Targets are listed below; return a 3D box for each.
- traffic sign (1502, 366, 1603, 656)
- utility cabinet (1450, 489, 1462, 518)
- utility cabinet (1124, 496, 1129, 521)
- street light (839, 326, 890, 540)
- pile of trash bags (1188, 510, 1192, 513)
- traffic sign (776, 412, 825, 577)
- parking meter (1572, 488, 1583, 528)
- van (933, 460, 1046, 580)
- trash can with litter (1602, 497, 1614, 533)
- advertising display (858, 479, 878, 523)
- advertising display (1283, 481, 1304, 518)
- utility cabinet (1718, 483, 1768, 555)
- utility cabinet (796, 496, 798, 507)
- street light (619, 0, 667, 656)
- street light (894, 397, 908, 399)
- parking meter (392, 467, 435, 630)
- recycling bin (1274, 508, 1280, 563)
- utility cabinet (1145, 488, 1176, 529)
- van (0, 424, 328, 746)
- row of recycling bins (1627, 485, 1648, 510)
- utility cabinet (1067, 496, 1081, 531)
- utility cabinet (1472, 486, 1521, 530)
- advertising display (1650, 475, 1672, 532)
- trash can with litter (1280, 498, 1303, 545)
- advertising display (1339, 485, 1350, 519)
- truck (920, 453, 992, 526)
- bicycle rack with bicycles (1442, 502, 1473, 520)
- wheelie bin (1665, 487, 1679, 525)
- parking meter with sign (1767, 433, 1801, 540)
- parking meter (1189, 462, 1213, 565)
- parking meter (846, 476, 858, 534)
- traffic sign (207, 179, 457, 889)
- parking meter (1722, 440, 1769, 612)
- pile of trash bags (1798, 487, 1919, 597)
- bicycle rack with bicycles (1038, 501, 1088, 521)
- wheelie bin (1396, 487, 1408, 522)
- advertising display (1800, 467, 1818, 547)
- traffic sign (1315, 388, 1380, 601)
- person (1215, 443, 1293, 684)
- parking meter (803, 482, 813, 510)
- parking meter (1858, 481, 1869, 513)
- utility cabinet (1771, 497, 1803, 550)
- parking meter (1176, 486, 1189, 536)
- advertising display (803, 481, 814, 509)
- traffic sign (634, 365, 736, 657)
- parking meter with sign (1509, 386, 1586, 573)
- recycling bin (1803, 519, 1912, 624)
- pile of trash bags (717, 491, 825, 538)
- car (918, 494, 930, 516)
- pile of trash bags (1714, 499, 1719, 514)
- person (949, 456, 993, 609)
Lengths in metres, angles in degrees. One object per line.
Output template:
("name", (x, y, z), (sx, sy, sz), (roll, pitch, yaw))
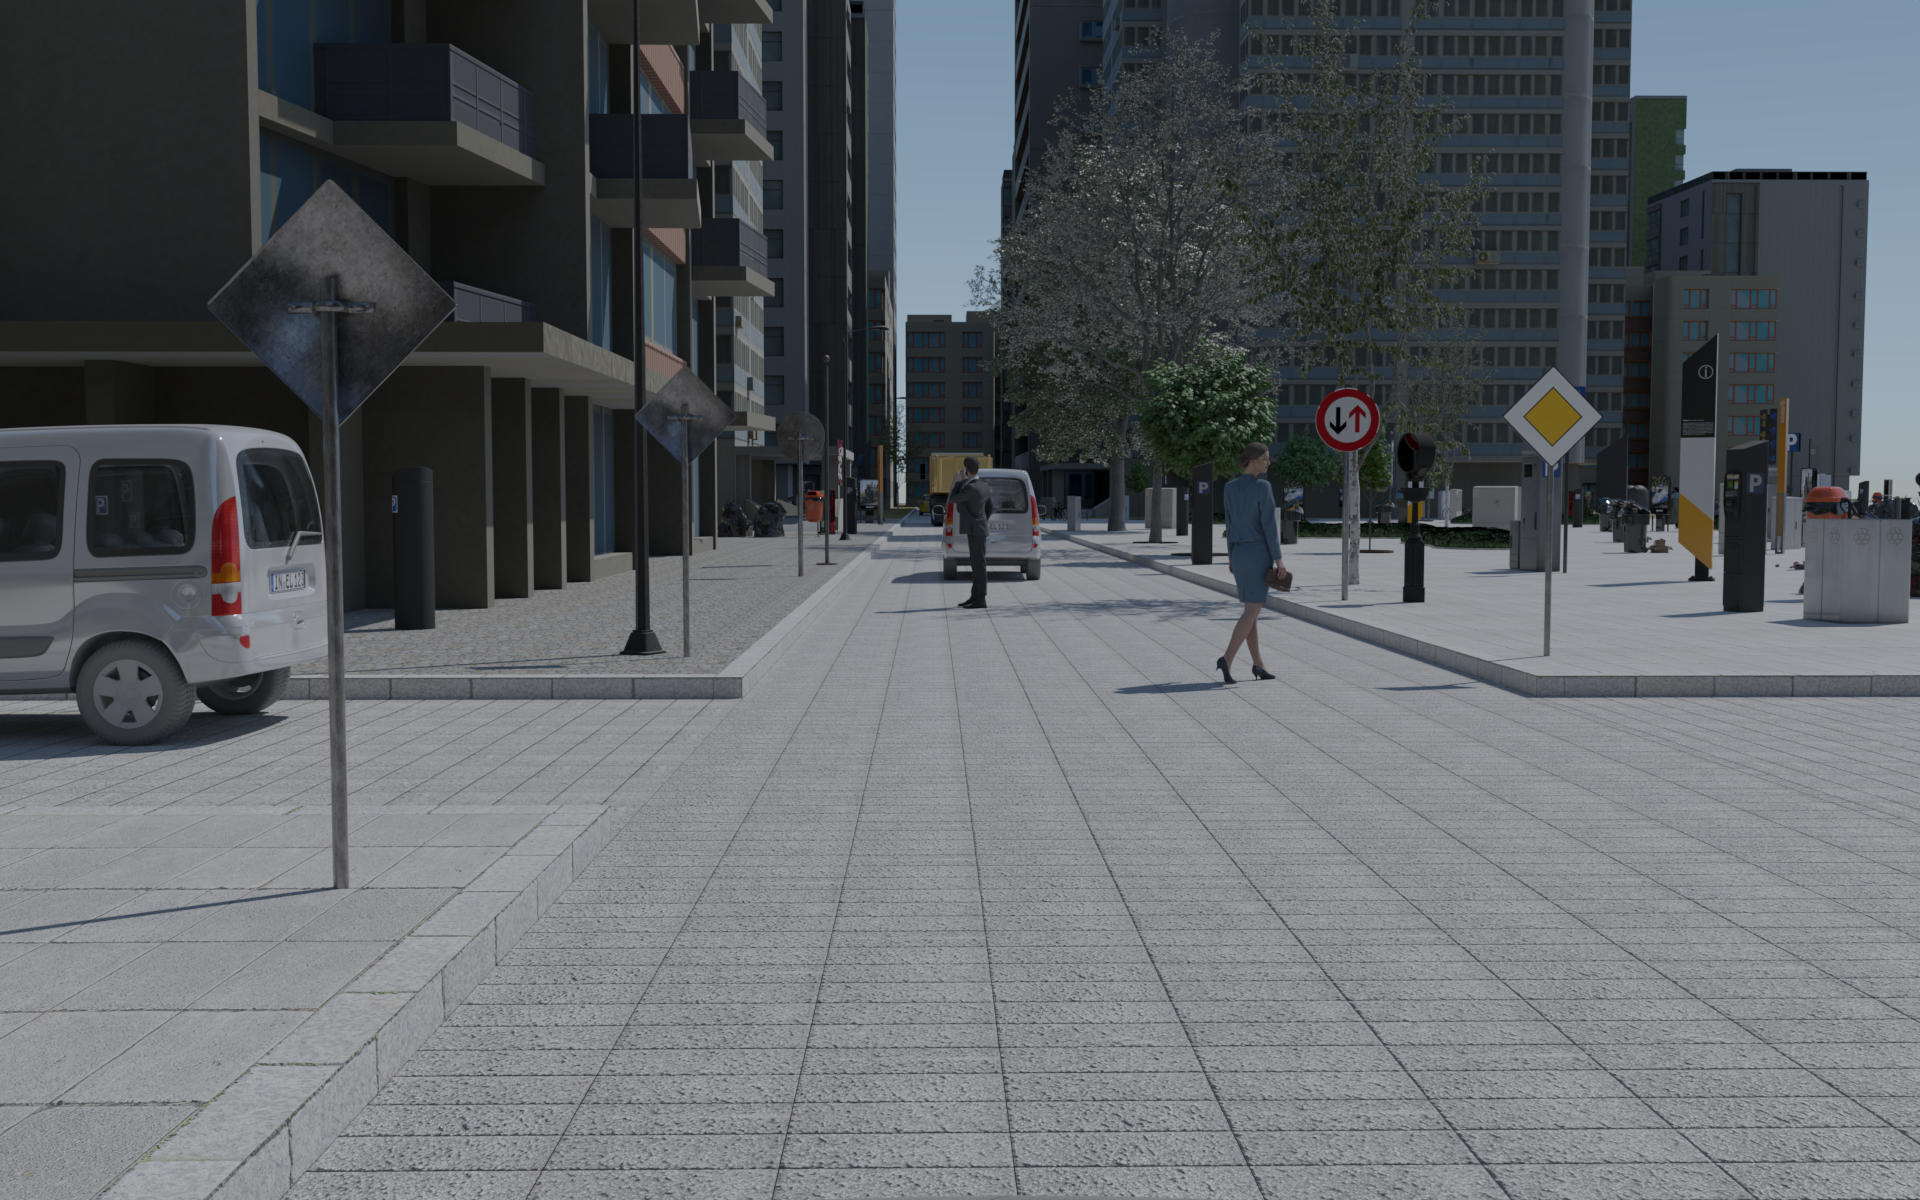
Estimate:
("traffic sign", (4.646, -0.613, 13.660), (0.795, 2.450, 0.064), (0, 4, -1))
("utility cabinet", (22.404, -4.251, 78.189), (0.318, 1.500, 1.173), (2, 4, 27))
("utility cabinet", (7.789, -4.407, 83.212), (0.306, 1.237, 1.020), (2, 4, 30))
("street light", (-2.654, -4.612, 47.949), (1.470, 5.913, 1.316), (0, 4, -1))
("pile of trash bags", (11.695, -4.756, 87.511), (1.912, 1.369, 3.447), (1, 4, 20))
("traffic sign", (-2.481, -1.638, 26.892), (0.768, 2.556, 0.104), (0, 4, 7))
("parking meter", (23.652, -3.540, 66.297), (0.372, 1.533, 0.369), (0, 3, 0))
("van", (0.527, -1.423, 30.277), (2.013, 2.044, 4.112), (0, 4, 0))
("trash can with litter", (17.771, -2.115, 45.962), (1.055, 1.170, 0.624), (0, 4, -8))
("advertising display", (-3.966, -4.309, 75.663), (0.974, 1.923, 0.123), (-2, 4, -28))
("advertising display", (15.936, -4.746, 82.817), (0.974, 1.923, 0.123), (0, 4, 0))
("utility cabinet", (16.422, -1.689, 36.288), (1.173, 1.500, 0.318), (-2, 4, -30))
("utility cabinet", (-7.777, -4.682, 87.709), (1.020, 1.237, 0.306), (1, 4, 20))
("street light", (-2.006, -2.520, 13.743), (1.470, 5.913, 1.316), (0, 4, -1))
("street light", (-3.199, -6.744, 82.799), (1.470, 5.913, 1.316), (0, 4, -1))
("parking meter", (-5.194, -0.493, 16.465), (0.372, 1.533, 0.369), (0, 3, 0))
("recycling bin", (5.473, -1.201, 32.186), (0.722, 1.027, 0.722), (3, 4, 38))
("utility cabinet", (7.296, -3.322, 62.989), (1.173, 1.500, 0.318), (3, 5, 39))
("van", (-6.061, -0.219, 10.591), (4.112, 2.044, 2.013), (0, 4, 1))
("row of recycling bins", (32.382, -4.695, 83.870), (1.069, 1.692, 3.534), (0, 4, 4))
("utility cabinet", (3.964, -2.990, 60.043), (0.306, 1.237, 1.020), (1, 4, 15))
("utility cabinet", (14.916, -2.423, 48.294), (1.173, 1.500, 0.318), (2, 4, 35))
("advertising display", (24.023, -3.313, 59.373), (0.123, 1.923, 0.974), (-1, 4, -13))
("trash can with litter", (8.156, -1.999, 44.077), (1.055, 1.170, 0.624), (0, 4, -7))
("advertising display", (19.887, -5.111, 88.778), (0.974, 1.923, 0.123), (3, 5, 41))
("truck", (-0.064, -5.165, 80.365), (3.469, 3.379, 9.791), (0, 4, -2))
("bicycle rack with bicycles", (24.888, -4.237, 82.652), (2.852, 0.926, 2.925), (-2, 4, -32))
("wheelie bin", (30.065, -3.985, 73.066), (0.693, 1.594, 0.980), (-2, 4, -27))
("parking meter with sign", (22.866, -3.226, 49.012), (1.738, 3.016, 0.543), (-1, 4, -19))
("parking meter", (4.378, -1.573, 31.435), (0.399, 1.863, 0.255), (0, 4, -2))
("parking meter", (-3.481, -3.042, 55.443), (0.399, 1.863, 0.255), (1, 4, 12))
("traffic sign", (-2.015, -0.119, 5.583), (0.795, 2.450, 0.064), (0, 4, -1))
("parking meter", (8.544, -0.804, 18.860), (0.399, 1.863, 0.255), (-1, 4, -17))
("pile of trash bags", (11.631, -0.750, 22.021), (3.447, 1.369, 1.912), (-3, 5, -41))
("bicycle rack with bicycles", (5.026, -4.320, 84.018), (2.852, 0.926, 2.925), (0, 4, -6))
("wheelie bin", (19.794, -4.234, 77.141), (0.693, 1.594, 0.980), (2, 4, 29))
("advertising display", (20.616, -2.256, 42.099), (0.123, 1.923, 0.974), (1, 4, 11))
("traffic sign", (4.642, -1.267, 20.824), (0.768, 2.556, 0.104), (0, 4, 4))
("person", (2.183, -0.286, 13.208), (0.654, 1.822, 0.581), (-1, 4, -22))
("parking meter", (-7.136, -4.628, 81.384), (0.399, 1.863, 0.255), (-2, 4, -27))
("parking meter", (39.482, -4.281, 75.701), (0.255, 1.863, 0.399), (-1, 4, -18))
("utility cabinet", (19.136, -1.769, 40.084), (1.020, 1.237, 0.306), (-3, 5, -42))
("parking meter", (6.827, -2.738, 53.175), (0.372, 1.533, 0.369), (0, 3, 0))
("advertising display", (-7.673, -4.971, 86.494), (0.974, 1.923, 0.123), (3, 5, 40))
("traffic sign", (-2.147, -0.607, 13.567), (0.795, 2.450, 0.064), (0, 4, -1))
("parking meter with sign", (9.702, -1.993, 28.841), (0.543, 3.016, 1.738), (-1, 4, -8))
("recycling bin", (9.047, -0.301, 17.476), (0.722, 1.027, 0.722), (0, 4, -5))
("pile of trash bags", (-5.616, -2.563, 51.651), (3.447, 1.369, 1.912), (1, 4, 20))
("car", (-1.861, -6.489, 116.313), (2.015, 1.641, 3.980), (0, 4, 0))
("pile of trash bags", (35.621, -4.417, 81.968), (3.447, 1.369, 1.912), (-3, 5, -43))
("person", (0.132, -0.850, 21.758), (0.474, 1.900, 0.648), (1, 4, 14))
